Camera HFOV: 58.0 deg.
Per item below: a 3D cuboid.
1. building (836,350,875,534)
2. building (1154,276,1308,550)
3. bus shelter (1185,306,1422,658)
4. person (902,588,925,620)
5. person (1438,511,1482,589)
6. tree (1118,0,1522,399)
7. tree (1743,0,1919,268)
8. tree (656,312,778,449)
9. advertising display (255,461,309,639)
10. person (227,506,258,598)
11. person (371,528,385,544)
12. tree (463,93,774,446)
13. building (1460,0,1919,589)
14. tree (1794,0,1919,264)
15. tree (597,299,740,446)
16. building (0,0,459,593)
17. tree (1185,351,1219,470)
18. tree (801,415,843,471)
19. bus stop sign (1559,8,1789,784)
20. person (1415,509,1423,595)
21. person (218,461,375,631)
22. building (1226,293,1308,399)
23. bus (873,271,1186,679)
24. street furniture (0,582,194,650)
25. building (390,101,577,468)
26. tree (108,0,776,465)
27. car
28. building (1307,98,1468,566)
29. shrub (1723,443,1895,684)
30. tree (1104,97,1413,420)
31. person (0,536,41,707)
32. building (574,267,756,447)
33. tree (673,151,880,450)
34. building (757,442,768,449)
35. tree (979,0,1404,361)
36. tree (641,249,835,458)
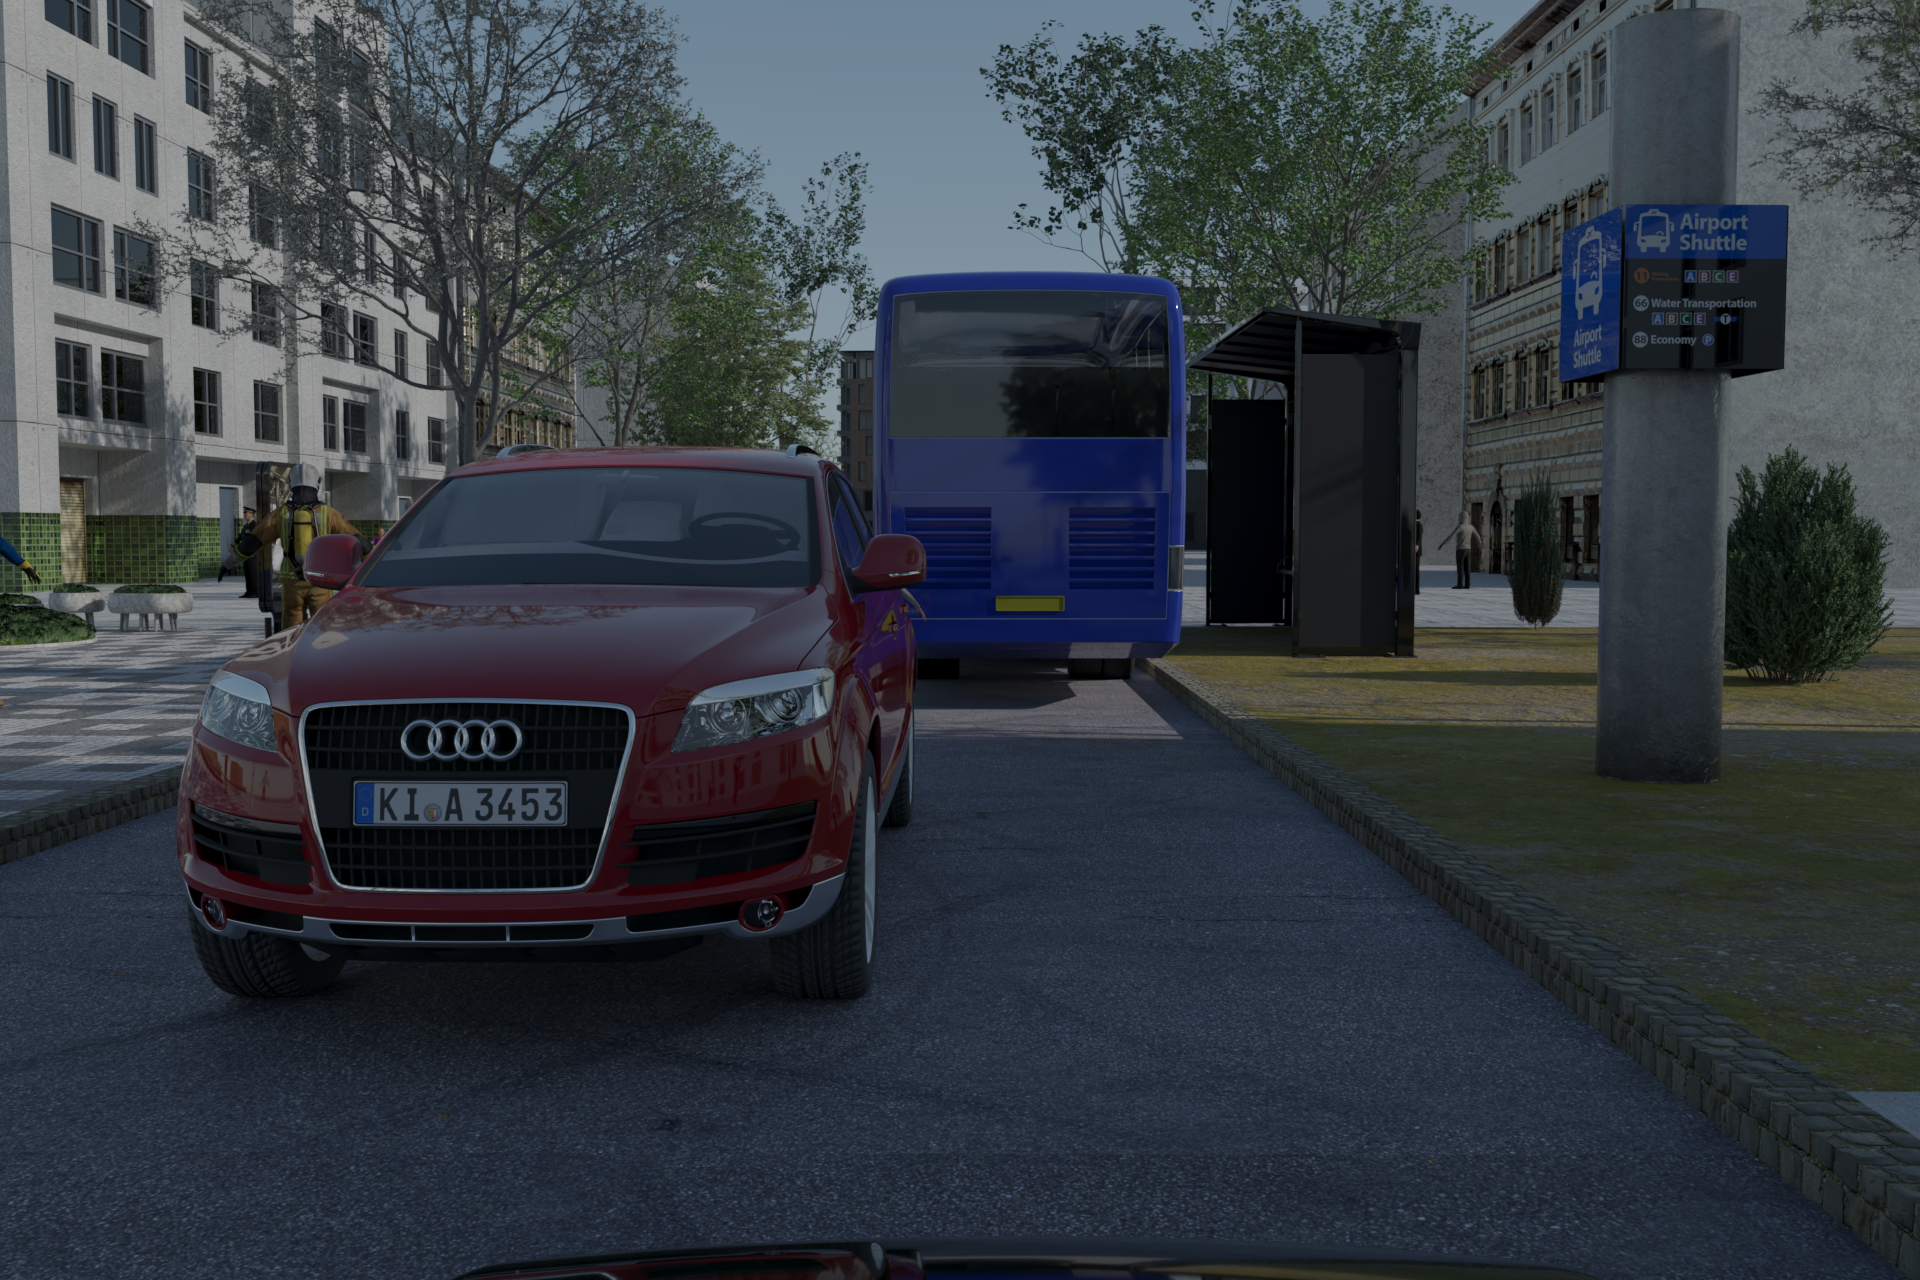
[{"bbox_3d":[3.244,-21.686,201.003,32.646,21.610,27.936,0,4,3],"label":"building"},{"bbox_3d":[23.666,-18.937,153.593,27.936,21.610,32.646,0,4,1],"label":"building"},{"bbox_3d":[3.946,-1.817,20.998,1.731,3.624,6.357,0,4,-1],"label":"bus shelter"},{"bbox_3d":[-0.756,-0.102,13.385,0.991,1.433,0.599,-1,4,-8],"label":"person"},{"bbox_3d":[11.703,-2.094,40.359,1.348,1.813,0.705,-2,4,-29],"label":"person"},{"bbox_3d":[6.671,-6.551,32.868,9.928,11.665,9.643,0,3,0],"label":"tree"},{"bbox_3d":[14.884,-6.749,20.710,12.009,13.543,11.850,0,3,0],"label":"tree"},{"bbox_3d":[-8.320,-6.578,57.906,4.737,8.622,4.395,0,3,0],"label":"tree"},{"bbox_3d":[-6.113,-0.642,15.705,0.123,1.923,0.974,0,4,0],"label":"advertising display"},{"bbox_3d":[-14.204,-1.754,34.607,1.347,1.837,0.705,3,5,39],"label":"person"},{"bbox_3d":[-14.285,-2.048,42.753,0.991,1.433,0.599,-1,4,-11],"label":"person"},{"bbox_3d":[-8.089,-7.046,40.962,9.928,11.665,9.643,0,3,0],"label":"tree"},{"bbox_3d":[26.165,-13.336,48.966,19.493,23.208,18.063,0,4,0],"label":"building"},{"bbox_3d":[6.634,-3.723,11.232,4.360,8.622,3.978,0,3,0],"label":"tree"},{"bbox_3d":[-8.361,-6.180,51.401,4.737,8.622,4.395,0,3,0],"label":"tree"},{"bbox_3d":[-28.463,-11.396,52.782,16.747,18.905,31.486,0,4,1],"label":"building"},{"bbox_3d":[7.628,-8.326,70.537,8.767,10.594,7.601,3,5,39],"label":"tree"},{"bbox_3d":[-8.882,-9.499,105.663,4.737,8.622,4.395,0,3,0],"label":"tree"},{"bbox_3d":[3.697,-1.226,9.069,0.837,3.901,0.837,0,4,-1],"label":"bus stop sign"},{"bbox_3d":[9.562,-1.856,36.532,0.705,1.806,1.347,0,4,5],"label":"person"},{"bbox_3d":[-5.209,-0.493,13.825,1.354,1.858,0.705,-1,4,-15],"label":"person"},{"bbox_3d":[25.662,-16.978,134.004,16.016,20.090,11.380,0,3,0],"label":"building"},{"bbox_3d":[0.522,-1.737,19.954,2.896,3.916,12.251,0,4,0],"label":"bus"},{"bbox_3d":[-14.919,-0.383,21.895,10.072,0.657,5.734,1,4,15],"label":"street furniture"},{"bbox_3d":[-28.765,-15.119,78.124,19.493,23.208,18.063,0,4,1],"label":"building"},{"bbox_3d":[-8.228,-7.259,29.062,12.009,13.543,11.850,0,3,0],"label":"tree"},{"bbox_3d":[-1.253,0.100,7.039,2.281,1.827,5.304,0,4,1],"label":"car"},{"bbox_3d":[26.794,-15.144,78.532,19.493,23.208,18.063,0,3,0],"label":"building"},{"bbox_3d":[7.223,-0.674,15.054,1.661,2.075,1.752,0,3,0],"label":"shrub"},{"bbox_3d":[7.087,-7.098,41.813,9.928,11.665,9.643,0,3,0],"label":"tree"},{"bbox_3d":[-7.239,-0.404,12.583,0.705,1.833,1.349,1,4,10],"label":"person"},{"bbox_3d":[-25.710,-16.169,130.823,16.747,18.905,31.486,0,4,0],"label":"building"},{"bbox_3d":[-7.379,-14.004,84.861,12.611,20.169,13.585,0,3,0],"label":"tree"},{"bbox_3d":[-22.814,-13.705,166.223,9.099,9.664,28.070,0,4,1],"label":"building"},{"bbox_3d":[7.009,-12.169,54.859,12.611,20.169,13.585,0,3,0],"label":"tree"},{"bbox_3d":[-8.854,-9.216,68.803,7.486,12.596,7.792,0,3,0],"label":"tree"}]
